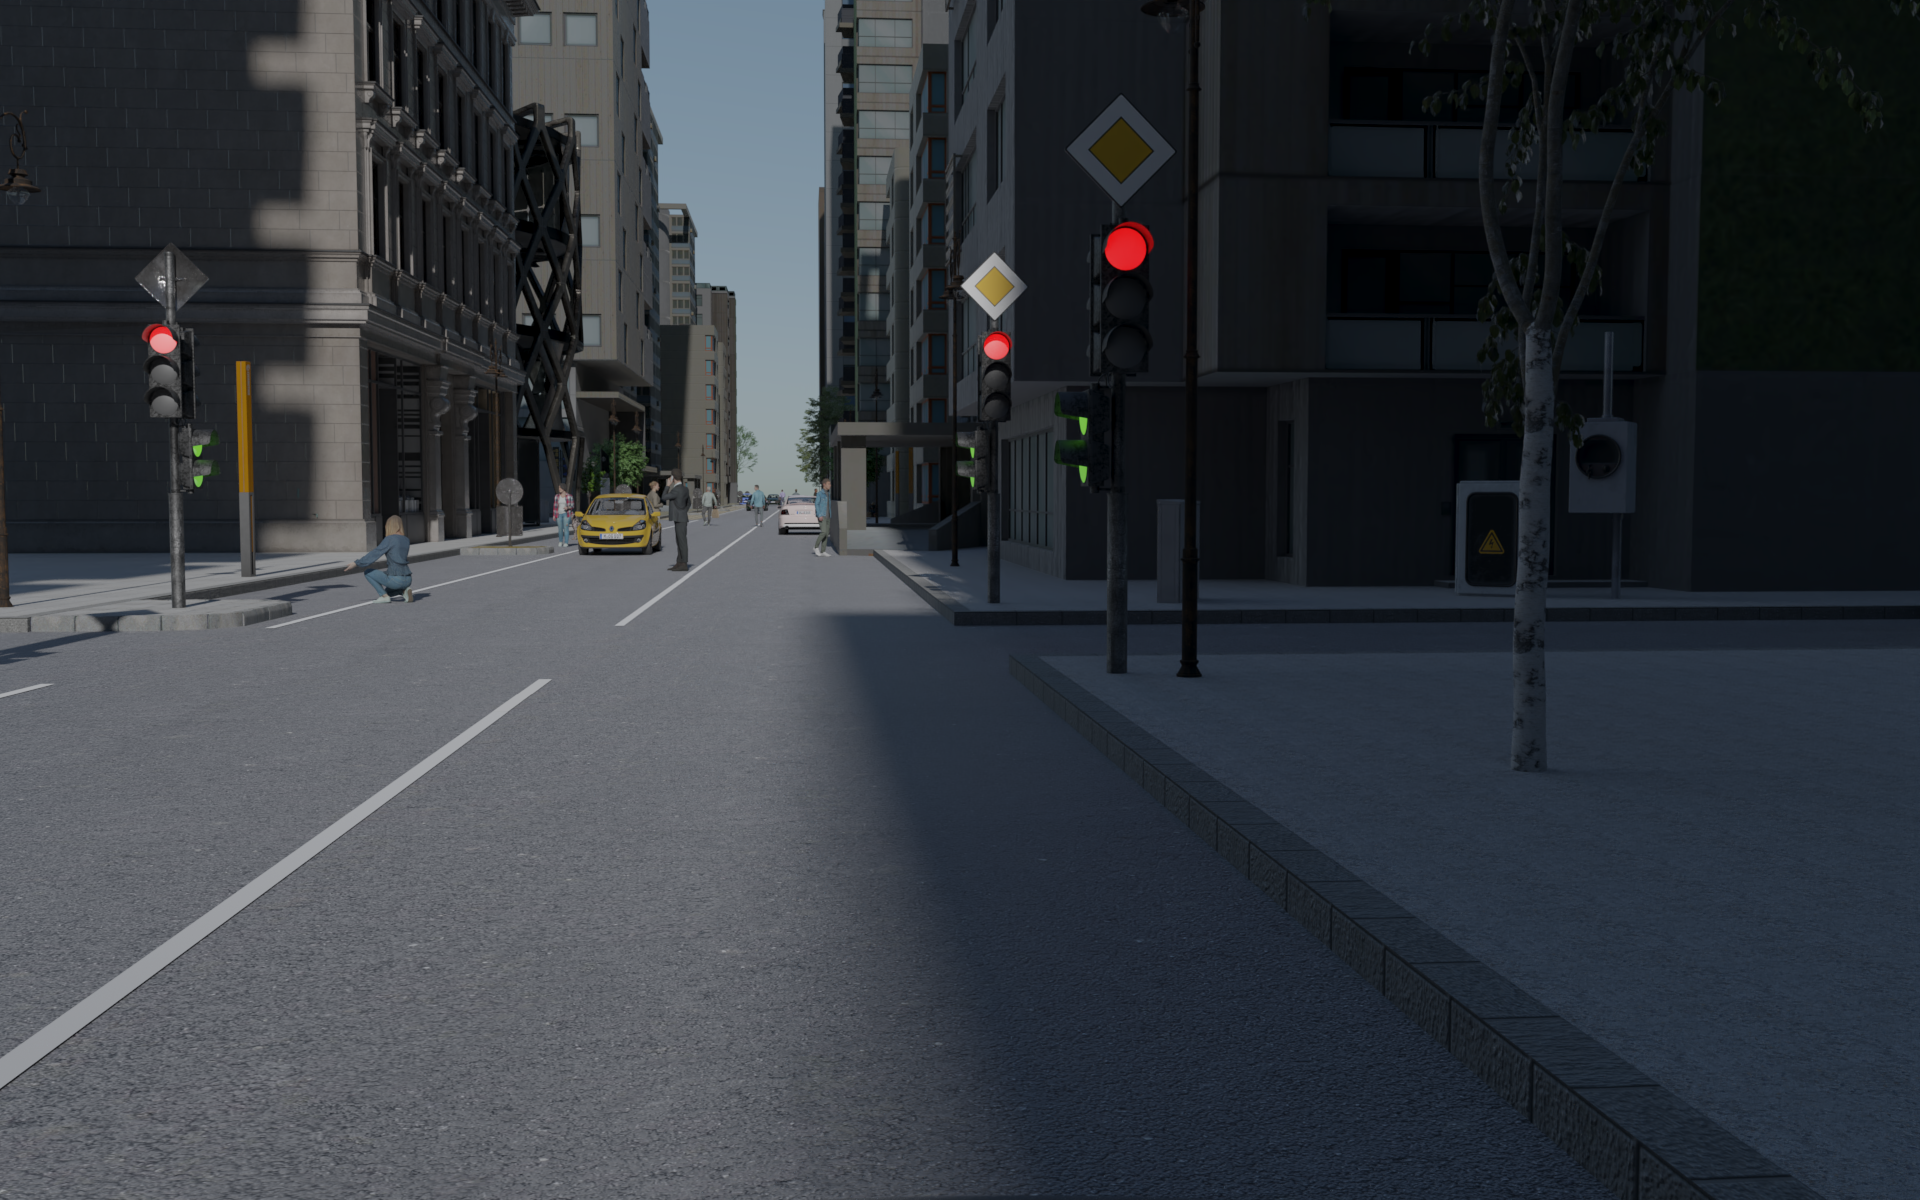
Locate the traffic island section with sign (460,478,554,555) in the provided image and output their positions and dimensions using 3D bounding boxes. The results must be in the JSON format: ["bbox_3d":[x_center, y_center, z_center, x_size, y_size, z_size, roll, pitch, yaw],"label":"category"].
[{"bbox_3d":[-10.865,-2.024,41.717,1.989,1.847,2.006,0,4,-5],"label":"traffic island section with sign"}]

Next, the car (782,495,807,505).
[{"bbox_3d":[-10.060,-5.843,107.892,2.083,1.381,4.827,0,4,-4],"label":"car"}]

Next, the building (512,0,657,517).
[{"bbox_3d":[-33.382,-31.591,105.744,28.713,52.752,27.495,0,4,-5],"label":"building"}]

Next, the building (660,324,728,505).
[{"bbox_3d":[-40.217,-21.133,190.571,27.650,21.520,28.899,0,4,-5],"label":"building"}]

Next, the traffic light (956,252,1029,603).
[{"bbox_3d":[0.379,-1.917,20.269,0.839,4.253,0.868,0,4,-5],"label":"traffic light"}]

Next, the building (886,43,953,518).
[{"bbox_3d":[11.028,-14.517,82.389,27.650,21.520,28.899,0,4,-5],"label":"building"}]

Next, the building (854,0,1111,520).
[{"bbox_3d":[0.630,-25.713,104.005,14.154,41.232,14.086,0,4,-5],"label":"building"}]

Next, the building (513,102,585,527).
[{"bbox_3d":[-23.296,-12.184,66.663,16.820,18.784,16.811,0,4,-5],"label":"building"}]

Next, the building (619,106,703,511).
[{"bbox_3d":[-39.945,-28.372,155.766,32.217,40.220,23.993,0,4,-5],"label":"building"}]

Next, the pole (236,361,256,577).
[{"bbox_3d":[-11.021,-2.012,26.732,0.158,3.312,0.155,0,3,0],"label":"pole"}]

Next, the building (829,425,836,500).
[{"bbox_3d":[-0.382,-51.468,154.178,22.319,86.520,31.000,0,4,-5],"label":"building"}]

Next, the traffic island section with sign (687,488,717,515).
[{"bbox_3d":[-17.923,-6.733,118.718,1.989,1.847,2.006,0,4,-5],"label":"traffic island section with sign"}]

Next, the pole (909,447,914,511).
[{"bbox_3d":[-1.902,-4.507,67.526,0.158,3.312,0.155,0,3,0],"label":"pole"}]

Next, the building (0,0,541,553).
[{"bbox_3d":[-17.586,-11.468,38.409,10.553,20.767,40.483,0,4,-5],"label":"building"}]

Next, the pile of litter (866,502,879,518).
[{"bbox_3d":[-5.032,-4.955,94.979,1.176,0.858,1.719,-1,4,-9],"label":"pile of litter"}]

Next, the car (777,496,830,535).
[{"bbox_3d":[-5.557,-3.053,62.283,2.083,1.381,4.827,0,4,-4],"label":"car"}]

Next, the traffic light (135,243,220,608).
[{"bbox_3d":[-8.793,-1.865,19.417,0.839,4.253,0.868,0,4,-5],"label":"traffic light"}]

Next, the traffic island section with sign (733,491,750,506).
[{"bbox_3d":[-25.493,-11.790,201.396,1.989,1.847,2.006,0,4,-5],"label":"traffic island section with sign"}]

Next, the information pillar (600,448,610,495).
[{"bbox_3d":[-18.072,-5.919,88.132,0.504,3.616,0.183,-3,5,-43],"label":"information pillar"}]

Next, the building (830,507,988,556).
[{"bbox_3d":[12.608,-21.747,47.437,32.217,40.220,23.993,0,4,-5],"label":"building"}]

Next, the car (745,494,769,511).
[{"bbox_3d":[-17.230,-8.402,147.154,2.009,1.686,4.222,0,4,-4],"label":"car"}]

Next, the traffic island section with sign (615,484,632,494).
[{"bbox_3d":[-13.350,-3.684,68.857,1.989,1.847,2.006,0,4,-5],"label":"traffic island section with sign"}]

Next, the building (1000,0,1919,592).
[{"bbox_3d":[7.239,-21.079,28.236,14.086,41.232,14.154,0,4,-5],"label":"building"}]

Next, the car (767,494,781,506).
[{"bbox_3d":[-22.614,-12.244,209.980,2.009,1.686,4.222,0,4,-4],"label":"car"}]

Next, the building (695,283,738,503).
[{"bbox_3d":[-37.775,-28.425,236.452,14.160,30.474,14.107,0,4,-5],"label":"building"}]

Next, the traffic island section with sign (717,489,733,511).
[{"bbox_3d":[-20.380,-8.375,145.561,1.989,1.847,2.006,0,4,-5],"label":"traffic island section with sign"}]

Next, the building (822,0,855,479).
[{"bbox_3d":[-5.184,-40.296,200.844,21.231,58.520,28.212,0,4,-5],"label":"building"}]

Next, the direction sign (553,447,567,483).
[{"bbox_3d":[-19.098,-5.561,82.914,0.876,3.537,0.379,1,4,20],"label":"direction sign"}]

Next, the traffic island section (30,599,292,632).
[{"bbox_3d":[-8.834,0.167,19.548,2.009,0.180,2.903,0,4,-5],"label":"traffic island section"}]

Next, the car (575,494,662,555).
[{"bbox_3d":[-8.206,-1.936,41.872,2.015,1.641,3.980,0,4,-5],"label":"car"}]

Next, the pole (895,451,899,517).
[{"bbox_3d":[-2.962,-5.389,81.946,0.158,3.312,0.155,0,3,0],"label":"pole"}]

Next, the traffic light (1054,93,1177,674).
[{"bbox_3d":[1.107,-1.431,12.317,0.839,4.253,0.868,0,4,-5],"label":"traffic light"}]

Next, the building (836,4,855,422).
[{"bbox_3d":[2.252,-28.804,125.571,22.147,44.769,28.867,0,4,-5],"label":"building"}]

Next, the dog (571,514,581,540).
[{"bbox_3d":[-11.867,-2.298,54.405,0.800,0.831,0.513,1,4,18],"label":"dog"}]

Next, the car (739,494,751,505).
[{"bbox_3d":[-26.742,-12.698,217.205,1.945,1.707,3.694,0,4,-3],"label":"car"}]

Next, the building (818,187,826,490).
[{"bbox_3d":[-13.091,-36.461,246.244,14.600,45.320,14.200,0,4,-5],"label":"building"}]
